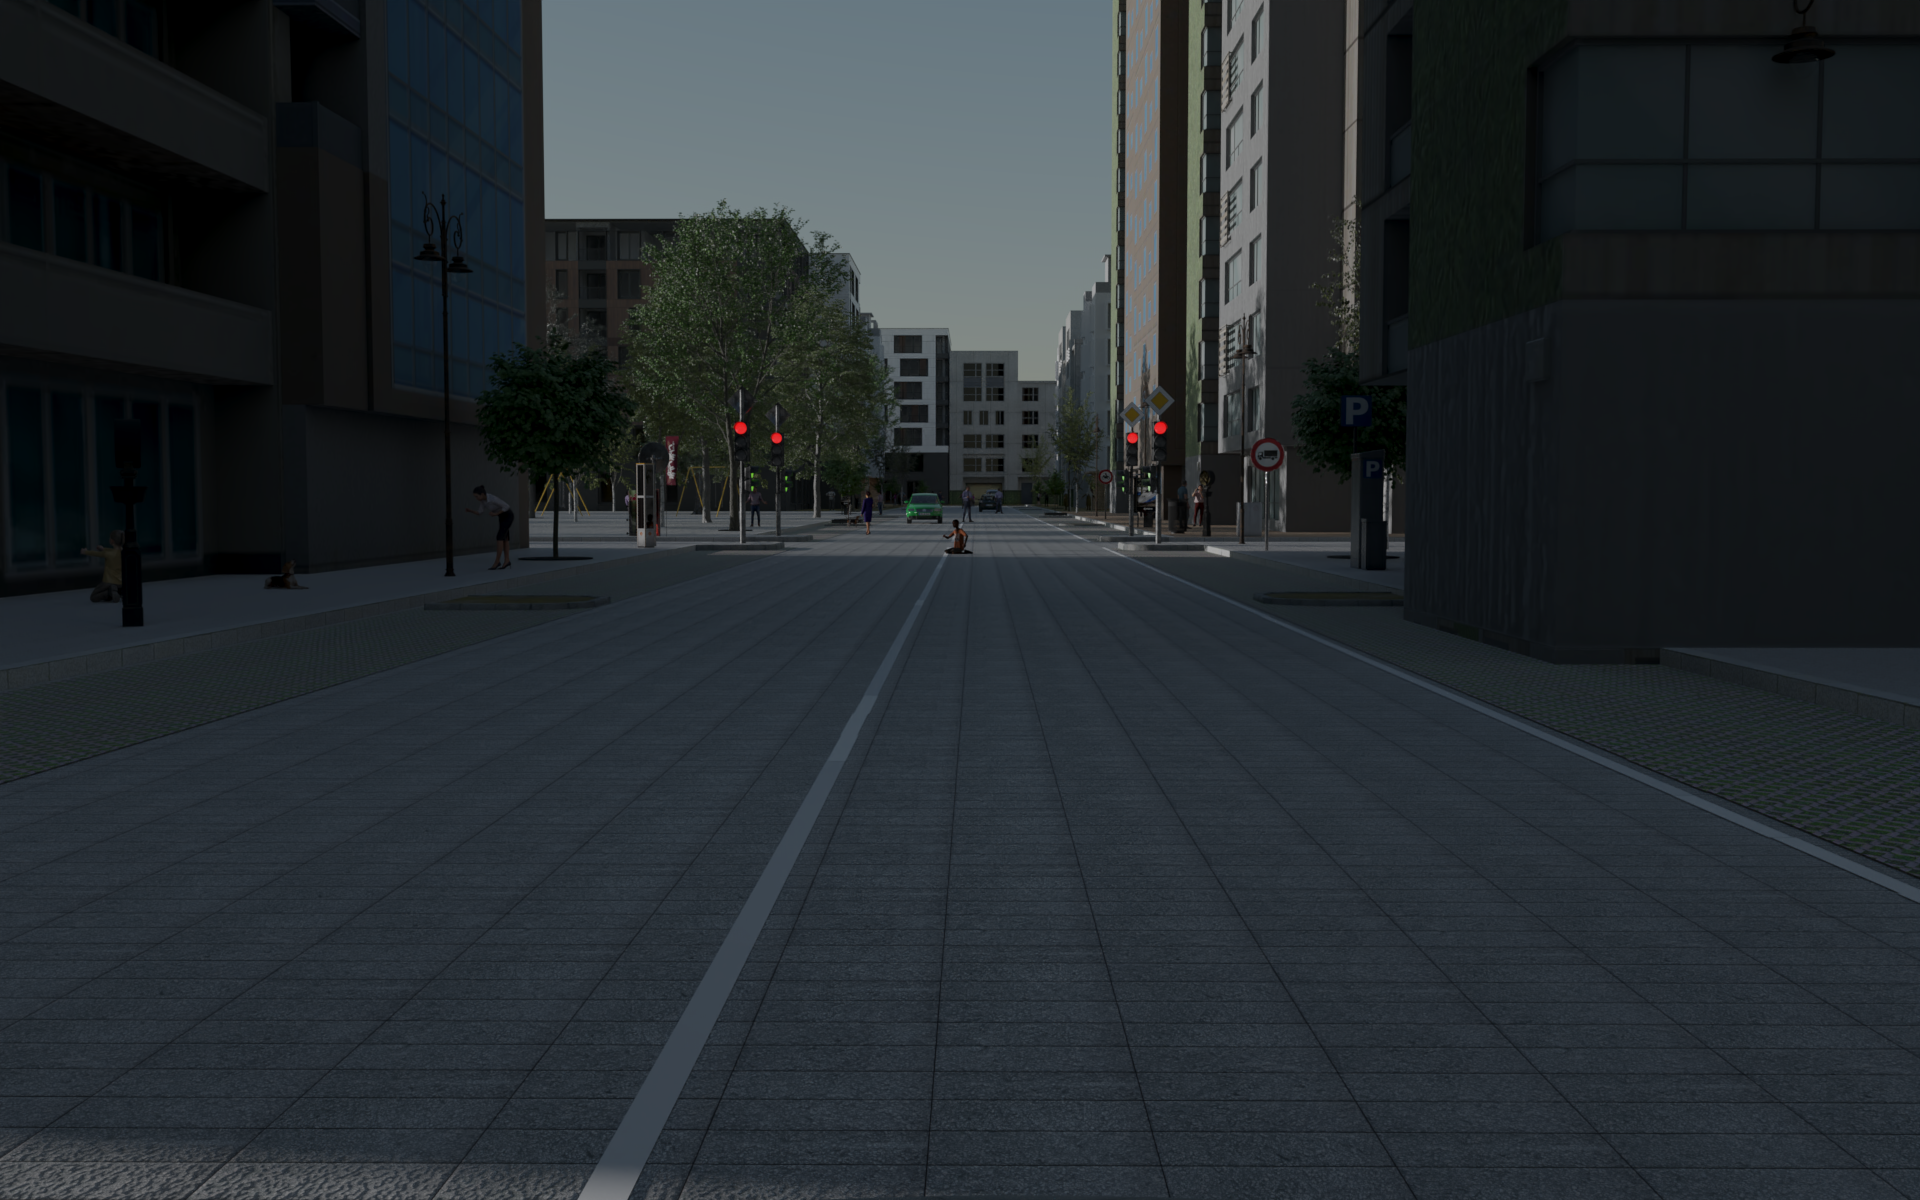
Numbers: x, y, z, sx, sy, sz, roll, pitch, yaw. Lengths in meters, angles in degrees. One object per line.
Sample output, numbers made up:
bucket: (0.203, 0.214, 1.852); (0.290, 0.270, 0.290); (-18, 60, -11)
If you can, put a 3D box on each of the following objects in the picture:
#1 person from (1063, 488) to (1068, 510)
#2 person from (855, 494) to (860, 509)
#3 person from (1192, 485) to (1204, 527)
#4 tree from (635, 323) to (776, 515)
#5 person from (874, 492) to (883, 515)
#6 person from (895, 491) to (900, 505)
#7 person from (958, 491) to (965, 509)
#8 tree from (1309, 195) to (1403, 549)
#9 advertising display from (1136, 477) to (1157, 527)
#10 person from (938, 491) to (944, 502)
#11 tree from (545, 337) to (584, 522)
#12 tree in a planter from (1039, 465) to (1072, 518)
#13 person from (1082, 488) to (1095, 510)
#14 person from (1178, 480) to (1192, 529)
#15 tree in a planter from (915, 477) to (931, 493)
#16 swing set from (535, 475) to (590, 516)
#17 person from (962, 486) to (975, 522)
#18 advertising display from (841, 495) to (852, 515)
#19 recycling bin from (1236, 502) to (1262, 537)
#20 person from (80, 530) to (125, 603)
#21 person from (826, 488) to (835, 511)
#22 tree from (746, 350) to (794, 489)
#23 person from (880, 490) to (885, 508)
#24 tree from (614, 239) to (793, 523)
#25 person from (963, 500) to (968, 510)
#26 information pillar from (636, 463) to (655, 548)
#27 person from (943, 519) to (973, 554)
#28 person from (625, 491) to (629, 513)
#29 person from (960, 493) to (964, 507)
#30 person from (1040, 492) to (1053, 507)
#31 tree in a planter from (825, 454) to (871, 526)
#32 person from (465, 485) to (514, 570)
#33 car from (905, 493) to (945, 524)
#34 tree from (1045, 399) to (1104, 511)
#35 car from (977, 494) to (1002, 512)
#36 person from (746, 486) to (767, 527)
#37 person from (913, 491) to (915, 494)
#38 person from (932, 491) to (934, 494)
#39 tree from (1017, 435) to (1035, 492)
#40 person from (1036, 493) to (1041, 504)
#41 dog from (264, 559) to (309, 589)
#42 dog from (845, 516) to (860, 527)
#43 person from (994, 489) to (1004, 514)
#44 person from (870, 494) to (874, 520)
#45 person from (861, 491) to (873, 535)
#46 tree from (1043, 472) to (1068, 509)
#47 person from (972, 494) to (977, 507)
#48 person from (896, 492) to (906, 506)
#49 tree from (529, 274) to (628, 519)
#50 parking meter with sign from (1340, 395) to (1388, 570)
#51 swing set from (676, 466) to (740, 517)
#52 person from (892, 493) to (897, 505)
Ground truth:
person: (8.211, -7.892, 135.801); (0.721, 1.736, 1.217); (0, 4, 2)
person: (-8.793, -8.691, 148.147); (0.705, 1.823, 1.348); (0, 4, 7)
person: (9.449, -3.727, 68.442); (0.566, 1.644, 0.517); (-3, 4, -36)
tree: (-16.284, -11.689, 108.121); (9.611, 12.733, 9.660); (0, 3, 0)
person: (-5.421, -6.532, 117.252); (0.435, 1.587, 0.963); (2, 4, 27)
person: (-6.824, -11.519, 194.510); (1.348, 1.807, 0.705); (2, 4, 33)
person: (0.358, -9.618, 166.468); (1.217, 1.743, 0.721); (0, 4, 3)
tree: (10.116, -5.481, 39.977); (4.360, 8.622, 3.978); (0, 3, 0)
advertising display: (7.244, -3.753, 66.568); (0.974, 1.923, 0.123); (2, 4, 28)
person: (-1.802, -9.627, 166.353); (0.568, 1.767, 0.683); (1, 4, 8)
tree: (-17.766, -7.902, 79.563); (4.737, 8.622, 4.395); (0, 3, 0)
tree in a planter: (5.790, -6.611, 105.306); (1.991, 3.239, 1.994); (0, 4, 1)
person: (10.068, -7.902, 135.970); (1.217, 1.736, 0.721); (-2, 4, -27)
person: (8.316, -3.542, 64.080); (0.434, 1.807, 0.598); (-1, 4, -15)
tree in a planter: (-3.933, -11.295, 181.891); (1.991, 3.239, 1.994); (0, 4, 1)
swing set: (-23.098, -6.281, 100.313); (2.862, 2.851, 3.119); (0, 4, -4)
person: (0.440, -4.839, 87.489); (0.709, 1.838, 0.599); (-2, 4, -29)
advertising display: (-6.973, -6.174, 106.164); (0.123, 1.923, 0.974); (-3, 5, -43)
recycling bin: (8.763, -2.442, 52.482); (0.722, 1.027, 0.722); (0, 4, 6)
person: (-10.139, -0.405, 20.581); (0.695, 0.859, 0.347); (2, 4, 28)
person: (-9.496, -7.423, 128.139); (0.841, 1.734, 0.376); (3, 4, 37)
tree: (-10.549, -8.230, 84.918); (4.737, 8.622, 4.395); (0, 3, 0)
person: (-6.996, -9.034, 155.217); (0.593, 1.643, 0.415); (0, 4, -5)
tree: (-11.778, -9.733, 77.264); (7.486, 12.596, 7.792); (0, 3, 0)
person: (0.366, -6.346, 115.486); (0.726, 1.435, 0.776); (-2, 4, -32)
information pillar: (-7.518, -2.259, 41.419); (0.304, 2.012, 0.304); (3, 5, 40)
person: (-0.122, -1.500, 41.317); (0.655, 0.850, 0.859); (-3, 4, -37)
person: (-11.478, -3.139, 60.598); (0.421, 1.427, 0.697); (-2, 4, -23)
person: (0.470, -10.813, 185.384); (1.348, 1.812, 0.705); (3, 5, 39)
person: (8.845, -10.443, 176.923); (1.348, 1.807, 0.705); (-1, 4, -8)
tree in a planter: (-5.009, -4.917, 77.613); (1.991, 3.239, 1.994); (0, 4, 1)
person: (-7.925, -1.229, 29.327); (0.628, 1.438, 0.799); (1, 4, 9)
car: (-1.738, -4.668, 85.125); (1.959, 1.807, 4.718); (0, 4, -1)
tree: (8.707, -11.187, 133.274); (4.360, 8.622, 3.978); (0, 3, 0)
car: (2.387, -7.912, 139.145); (2.009, 1.686, 4.222); (0, 4, 2)
person: (-8.039, -3.663, 67.896); (0.963, 1.587, 0.435); (-1, 4, -9)
person: (-2.798, -5.945, 107.577); (0.647, 1.594, 0.662); (-2, 4, -32)
person: (-2.617, -9.330, 161.826); (1.217, 1.735, 0.721); (-2, 4, -30)
tree: (9.132, -15.596, 205.360); (4.737, 8.622, 4.395); (0, 3, 0)
person: (8.615, -10.938, 188.062); (0.799, 1.438, 0.628); (2, 4, 33)
dog: (-9.160, -0.353, 23.511); (0.550, 0.427, 0.748); (-2, 4, -26)
dog: (-4.608, -3.372, 74.418); (0.540, 0.507, 0.406); (-2, 4, -29)
person: (2.843, -7.258, 127.042); (0.709, 1.838, 0.599); (0, 4, -7)
person: (-5.015, -5.180, 95.735); (0.480, 1.512, 0.613); (-2, 4, -35)
person: (-3.290, -3.040, 60.568); (0.546, 1.535, 0.453); (3, 5, 40)
tree: (8.513, -9.567, 151.019); (1.663, 3.219, 1.824); (0, 3, 0)
person: (1.599, -11.465, 199.172); (0.599, 1.433, 0.991); (3, 4, 36)
person: (-6.511, -11.392, 192.289); (1.348, 1.826, 0.705); (2, 4, 27)
tree: (-22.681, -11.061, 91.216); (12.009, 13.543, 11.850); (0, 3, 0)
parking meter with sign: (7.010, -2.056, 29.875); (0.543, 3.016, 1.738); (0, 4, -1)
swing set: (-14.102, -6.184, 98.735); (3.119, 2.851, 2.862); (2, 4, 28)
person: (-7.423, -11.473, 196.851); (0.599, 1.433, 0.991); (2, 4, 27)
